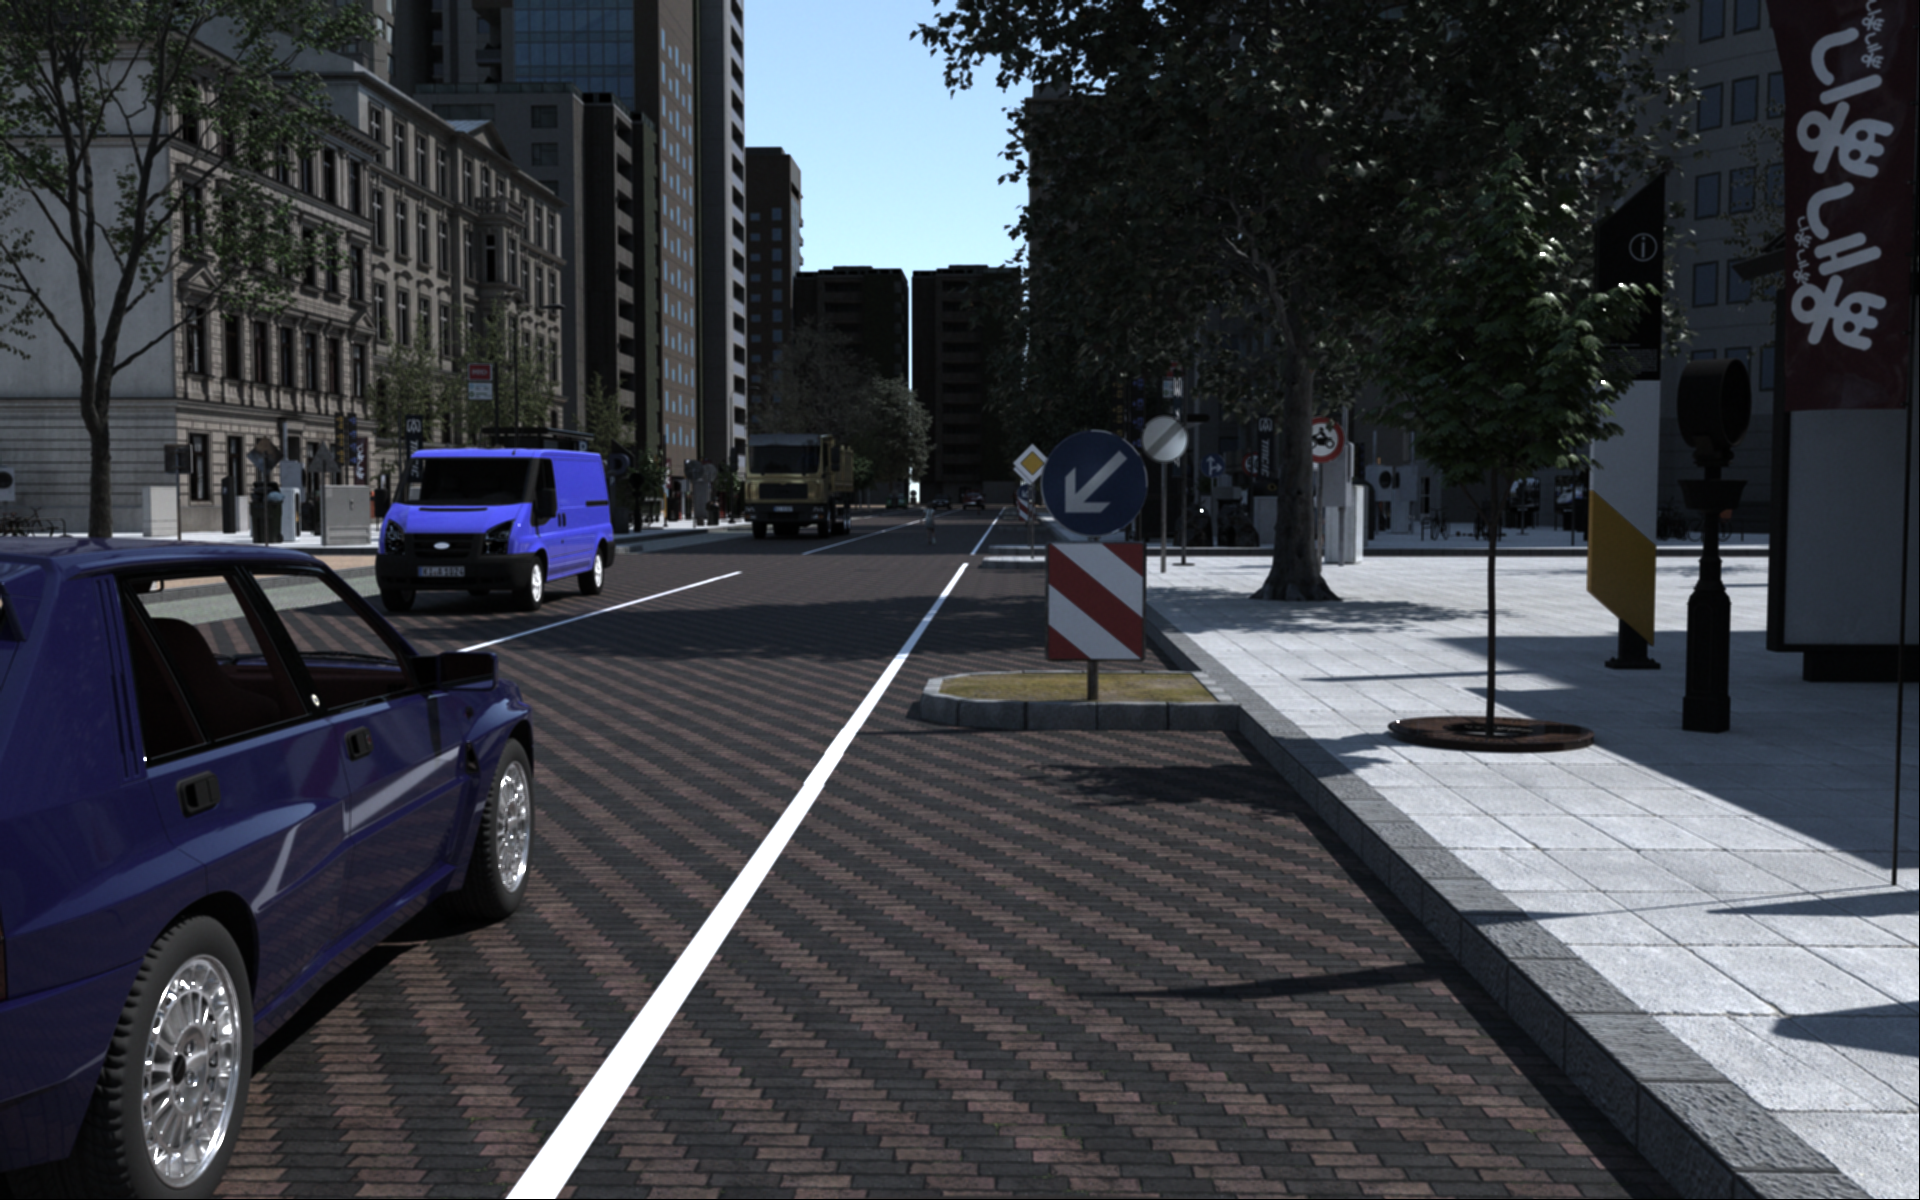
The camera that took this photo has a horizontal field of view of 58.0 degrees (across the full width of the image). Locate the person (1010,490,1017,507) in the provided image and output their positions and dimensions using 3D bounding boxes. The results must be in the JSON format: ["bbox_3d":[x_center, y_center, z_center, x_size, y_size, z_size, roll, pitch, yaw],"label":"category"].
[{"bbox_3d":[6.099,-11.153,190.812,1.348,1.831,0.705,-2,4,-27],"label":"person"}]

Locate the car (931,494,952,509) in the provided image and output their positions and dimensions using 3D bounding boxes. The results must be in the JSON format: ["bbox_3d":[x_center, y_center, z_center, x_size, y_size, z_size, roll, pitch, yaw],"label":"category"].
[{"bbox_3d":[-1.714,-9.412,163.672,2.009,1.686,4.222,0,4,3],"label":"car"}]

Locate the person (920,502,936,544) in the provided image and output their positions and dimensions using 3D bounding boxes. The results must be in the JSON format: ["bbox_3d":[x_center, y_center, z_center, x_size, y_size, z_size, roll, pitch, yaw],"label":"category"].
[{"bbox_3d":[-0.914,-2.201,49.499,0.505,1.210,0.382,1,4,12],"label":"person"}]

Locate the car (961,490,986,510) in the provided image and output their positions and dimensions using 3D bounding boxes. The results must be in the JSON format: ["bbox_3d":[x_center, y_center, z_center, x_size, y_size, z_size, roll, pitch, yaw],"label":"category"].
[{"bbox_3d":[1.261,-9.200,159.093,2.281,1.827,5.304,0,3,0],"label":"car"}]

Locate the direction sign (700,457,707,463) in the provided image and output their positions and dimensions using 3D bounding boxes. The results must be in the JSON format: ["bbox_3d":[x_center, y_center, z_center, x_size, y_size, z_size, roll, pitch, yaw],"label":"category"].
[{"bbox_3d":[-15.578,-6.929,105.292,0.379,3.537,0.876,1,4,21],"label":"direction sign"}]

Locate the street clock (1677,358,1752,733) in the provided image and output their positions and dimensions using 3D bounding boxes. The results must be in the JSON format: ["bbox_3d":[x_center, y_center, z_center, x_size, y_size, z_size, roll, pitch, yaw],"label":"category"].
[{"bbox_3d":[4.052,-0.292,9.346,0.358,2.002,0.471,3,5,43],"label":"street clock"}]

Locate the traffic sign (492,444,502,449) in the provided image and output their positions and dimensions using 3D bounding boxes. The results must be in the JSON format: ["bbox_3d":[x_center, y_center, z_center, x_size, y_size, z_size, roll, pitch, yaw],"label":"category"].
[{"bbox_3d":[-9.212,-1.889,34.520,0.795,2.450,0.064,0,4,2],"label":"traffic sign"}]

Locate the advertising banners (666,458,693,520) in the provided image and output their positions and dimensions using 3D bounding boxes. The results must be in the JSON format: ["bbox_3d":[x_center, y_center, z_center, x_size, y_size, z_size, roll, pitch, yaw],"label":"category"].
[{"bbox_3d":[-13.876,-5.452,85.332,0.090,3.025,2.074,2,4,33],"label":"advertising banners"}]

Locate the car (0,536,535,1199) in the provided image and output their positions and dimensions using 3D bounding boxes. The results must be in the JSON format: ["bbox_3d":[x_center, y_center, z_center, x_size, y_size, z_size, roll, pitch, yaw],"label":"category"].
[{"bbox_3d":[-2.355,0.483,4.690,1.945,1.354,3.894,0,4,0],"label":"car"}]

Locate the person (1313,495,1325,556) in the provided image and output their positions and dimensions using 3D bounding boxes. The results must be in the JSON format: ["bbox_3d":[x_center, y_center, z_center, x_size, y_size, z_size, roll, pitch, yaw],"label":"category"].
[{"bbox_3d":[7.575,-1.683,36.044,0.654,1.822,0.581,0,4,0],"label":"person"}]

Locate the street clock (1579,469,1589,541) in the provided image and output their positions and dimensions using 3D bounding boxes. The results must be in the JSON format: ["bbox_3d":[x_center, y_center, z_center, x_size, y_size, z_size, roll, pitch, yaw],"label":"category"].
[{"bbox_3d":[17.228,-2.626,47.502,0.471,2.002,0.358,2,4,25],"label":"street clock"}]

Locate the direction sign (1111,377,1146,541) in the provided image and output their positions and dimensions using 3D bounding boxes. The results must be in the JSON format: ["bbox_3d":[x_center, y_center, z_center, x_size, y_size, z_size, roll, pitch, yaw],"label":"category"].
[{"bbox_3d":[3.149,-2.479,32.521,0.379,3.537,0.876,-3,5,-40],"label":"direction sign"}]

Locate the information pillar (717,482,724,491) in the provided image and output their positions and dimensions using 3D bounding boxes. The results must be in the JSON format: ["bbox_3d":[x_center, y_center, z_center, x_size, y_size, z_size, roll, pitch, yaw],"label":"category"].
[{"bbox_3d":[-12.582,-5.303,91.193,0.304,2.012,0.304,2,4,33],"label":"information pillar"}]

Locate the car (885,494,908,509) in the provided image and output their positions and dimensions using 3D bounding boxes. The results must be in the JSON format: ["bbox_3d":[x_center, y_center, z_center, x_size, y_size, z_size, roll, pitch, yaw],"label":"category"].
[{"bbox_3d":[-5.482,-8.663,150.442,1.959,1.807,4.718,0,4,1],"label":"car"}]

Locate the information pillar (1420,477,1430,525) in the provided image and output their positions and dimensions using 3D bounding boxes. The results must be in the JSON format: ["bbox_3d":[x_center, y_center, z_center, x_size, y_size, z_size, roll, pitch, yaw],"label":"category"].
[{"bbox_3d":[19.617,-4.191,73.010,0.304,2.012,0.304,0,4,-8],"label":"information pillar"}]

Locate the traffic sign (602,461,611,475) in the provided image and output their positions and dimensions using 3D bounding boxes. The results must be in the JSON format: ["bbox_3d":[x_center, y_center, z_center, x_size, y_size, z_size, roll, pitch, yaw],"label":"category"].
[{"bbox_3d":[-8.963,-2.377,42.501,0.795,2.450,0.064,0,4,2],"label":"traffic sign"}]

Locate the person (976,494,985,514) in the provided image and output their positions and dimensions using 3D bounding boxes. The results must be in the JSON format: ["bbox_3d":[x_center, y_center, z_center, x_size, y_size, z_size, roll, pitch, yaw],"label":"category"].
[{"bbox_3d":[1.426,-6.732,121.751,0.628,1.438,0.799,0,4,1],"label":"person"}]

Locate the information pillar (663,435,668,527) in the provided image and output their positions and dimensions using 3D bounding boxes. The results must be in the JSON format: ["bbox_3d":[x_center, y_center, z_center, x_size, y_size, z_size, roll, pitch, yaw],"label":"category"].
[{"bbox_3d":[-11.574,-4.685,67.949,0.183,3.616,0.504,-1,4,-8],"label":"information pillar"}]

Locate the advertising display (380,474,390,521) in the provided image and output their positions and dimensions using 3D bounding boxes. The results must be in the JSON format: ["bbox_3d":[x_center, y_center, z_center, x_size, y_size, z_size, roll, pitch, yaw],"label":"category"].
[{"bbox_3d":[-18.347,-3.063,55.291,0.123,1.923,0.974,-2,4,-27],"label":"advertising display"}]

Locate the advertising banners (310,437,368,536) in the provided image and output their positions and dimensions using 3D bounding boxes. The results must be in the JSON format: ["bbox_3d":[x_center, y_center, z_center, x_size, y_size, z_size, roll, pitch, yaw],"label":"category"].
[{"bbox_3d":[-19.089,-3.493,53.306,2.074,3.025,0.090,1,4,16],"label":"advertising banners"}]

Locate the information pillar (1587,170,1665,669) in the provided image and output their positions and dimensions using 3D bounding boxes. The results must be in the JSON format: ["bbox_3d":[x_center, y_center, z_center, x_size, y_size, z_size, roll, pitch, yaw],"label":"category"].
[{"bbox_3d":[4.873,-1.303,12.656,0.504,3.616,0.183,0,4,1],"label":"information pillar"}]

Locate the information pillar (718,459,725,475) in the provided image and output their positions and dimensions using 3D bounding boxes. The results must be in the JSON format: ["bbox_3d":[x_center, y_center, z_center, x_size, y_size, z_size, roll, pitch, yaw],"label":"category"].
[{"bbox_3d":[-15.924,-7.609,115.755,0.504,3.616,0.183,-3,5,-44],"label":"information pillar"}]

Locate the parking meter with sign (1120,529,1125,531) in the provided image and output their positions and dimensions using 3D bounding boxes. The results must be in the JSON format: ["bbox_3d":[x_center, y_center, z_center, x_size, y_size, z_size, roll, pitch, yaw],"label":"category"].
[{"bbox_3d":[5.060,-3.904,60.087,0.543,3.016,1.738,-3,4,-39],"label":"parking meter with sign"}]

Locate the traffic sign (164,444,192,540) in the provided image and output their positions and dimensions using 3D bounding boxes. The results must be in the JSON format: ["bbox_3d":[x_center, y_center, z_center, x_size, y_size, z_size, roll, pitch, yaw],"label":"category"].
[{"bbox_3d":[-16.069,-2.048,35.614,0.606,2.300,0.079,1,4,9],"label":"traffic sign"}]

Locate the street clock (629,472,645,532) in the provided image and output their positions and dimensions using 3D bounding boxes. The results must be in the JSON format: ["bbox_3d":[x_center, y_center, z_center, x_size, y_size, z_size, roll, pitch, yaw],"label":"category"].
[{"bbox_3d":[-10.838,-3.275,58.110,0.471,2.002,0.358,1,4,10],"label":"street clock"}]

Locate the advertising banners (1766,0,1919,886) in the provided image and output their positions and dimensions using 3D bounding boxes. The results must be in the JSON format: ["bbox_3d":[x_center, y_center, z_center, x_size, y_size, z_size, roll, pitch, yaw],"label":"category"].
[{"bbox_3d":[3.576,-0.572,5.548,2.074,3.025,0.090,0,4,5],"label":"advertising banners"}]

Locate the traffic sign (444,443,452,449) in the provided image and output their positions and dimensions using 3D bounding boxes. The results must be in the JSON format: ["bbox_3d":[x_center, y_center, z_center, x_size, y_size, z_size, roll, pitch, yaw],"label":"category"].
[{"bbox_3d":[-12.950,-2.680,43.826,0.884,2.594,0.081,1,4,8],"label":"traffic sign"}]

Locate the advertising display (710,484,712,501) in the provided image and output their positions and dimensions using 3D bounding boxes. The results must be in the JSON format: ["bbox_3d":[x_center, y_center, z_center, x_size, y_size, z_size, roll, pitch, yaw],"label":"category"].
[{"bbox_3d":[-15.552,-6.270,107.734,0.123,1.923,0.974,0,4,1],"label":"advertising display"}]

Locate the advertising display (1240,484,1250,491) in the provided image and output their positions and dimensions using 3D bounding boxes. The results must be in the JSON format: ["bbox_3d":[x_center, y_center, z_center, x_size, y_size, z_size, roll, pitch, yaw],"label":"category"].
[{"bbox_3d":[18.274,-6.436,110.443,0.974,1.923,0.123,3,5,44],"label":"advertising display"}]

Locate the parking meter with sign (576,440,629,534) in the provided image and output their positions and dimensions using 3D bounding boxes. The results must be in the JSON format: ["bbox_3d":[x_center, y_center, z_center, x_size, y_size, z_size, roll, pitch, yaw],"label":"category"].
[{"bbox_3d":[-11.553,-3.664,56.165,1.738,3.016,0.543,1,4,23],"label":"parking meter with sign"}]

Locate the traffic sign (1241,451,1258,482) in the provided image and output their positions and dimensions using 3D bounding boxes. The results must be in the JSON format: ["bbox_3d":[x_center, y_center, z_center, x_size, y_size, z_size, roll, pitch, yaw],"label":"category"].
[{"bbox_3d":[8.781,-3.158,51.736,0.768,2.556,0.104,0,4,7],"label":"traffic sign"}]

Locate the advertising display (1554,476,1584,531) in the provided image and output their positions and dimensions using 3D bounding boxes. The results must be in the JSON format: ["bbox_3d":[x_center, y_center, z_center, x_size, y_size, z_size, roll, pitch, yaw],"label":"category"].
[{"bbox_3d":[21.252,-3.377,60.434,0.974,1.923,0.123,1,4,14],"label":"advertising display"}]

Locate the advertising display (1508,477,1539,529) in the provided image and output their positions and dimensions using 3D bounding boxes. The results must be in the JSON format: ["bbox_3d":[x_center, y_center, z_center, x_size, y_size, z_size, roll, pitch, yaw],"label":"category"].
[{"bbox_3d":[20.786,-3.599,64.062,0.974,1.923,0.123,0,4,5],"label":"advertising display"}]

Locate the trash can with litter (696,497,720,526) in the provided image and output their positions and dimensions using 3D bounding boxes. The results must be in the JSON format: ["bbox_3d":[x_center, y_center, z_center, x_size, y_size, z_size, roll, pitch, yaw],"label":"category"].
[{"bbox_3d":[-10.251,-3.593,70.133,1.055,1.170,0.624,0,4,4],"label":"trash can with litter"}]

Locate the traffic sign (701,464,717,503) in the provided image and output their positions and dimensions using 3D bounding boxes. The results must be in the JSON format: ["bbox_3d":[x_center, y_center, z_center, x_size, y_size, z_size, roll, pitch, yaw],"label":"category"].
[{"bbox_3d":[-10.496,-4.412,72.245,0.768,2.556,0.104,0,4,5],"label":"traffic sign"}]

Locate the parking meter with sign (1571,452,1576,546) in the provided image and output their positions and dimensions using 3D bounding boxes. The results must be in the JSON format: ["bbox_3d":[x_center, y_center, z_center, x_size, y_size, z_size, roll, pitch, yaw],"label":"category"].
[{"bbox_3d":[15.937,-2.832,42.563,1.738,3.016,0.543,2,4,34],"label":"parking meter with sign"}]

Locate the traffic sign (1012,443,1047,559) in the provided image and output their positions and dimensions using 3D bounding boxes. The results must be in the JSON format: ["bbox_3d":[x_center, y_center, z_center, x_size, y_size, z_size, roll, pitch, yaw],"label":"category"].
[{"bbox_3d":[1.427,-1.867,34.169,0.795,2.450,0.064,0,4,2],"label":"traffic sign"}]

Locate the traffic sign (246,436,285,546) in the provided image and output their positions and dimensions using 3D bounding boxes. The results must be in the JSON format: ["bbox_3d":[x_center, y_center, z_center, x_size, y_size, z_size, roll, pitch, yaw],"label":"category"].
[{"bbox_3d":[-13.778,-2.030,34.373,0.795,2.450,0.064,0,4,6],"label":"traffic sign"}]

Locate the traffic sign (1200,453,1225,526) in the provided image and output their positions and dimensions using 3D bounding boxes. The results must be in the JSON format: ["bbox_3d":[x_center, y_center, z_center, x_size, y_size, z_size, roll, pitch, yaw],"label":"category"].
[{"bbox_3d":[7.882,-3.302,54.101,0.768,2.556,0.104,0,4,6],"label":"traffic sign"}]

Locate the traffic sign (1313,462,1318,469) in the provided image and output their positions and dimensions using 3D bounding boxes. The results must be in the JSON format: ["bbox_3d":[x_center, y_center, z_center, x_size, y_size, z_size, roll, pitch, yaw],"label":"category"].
[{"bbox_3d":[6.030,-1.732,30.452,0.606,2.300,0.079,1,4,10],"label":"traffic sign"}]

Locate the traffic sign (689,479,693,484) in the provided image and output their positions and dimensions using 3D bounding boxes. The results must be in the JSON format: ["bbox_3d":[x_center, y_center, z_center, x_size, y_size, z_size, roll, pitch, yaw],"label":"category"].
[{"bbox_3d":[-14.230,-5.683,93.029,0.768,2.556,0.104,0,4,8],"label":"traffic sign"}]

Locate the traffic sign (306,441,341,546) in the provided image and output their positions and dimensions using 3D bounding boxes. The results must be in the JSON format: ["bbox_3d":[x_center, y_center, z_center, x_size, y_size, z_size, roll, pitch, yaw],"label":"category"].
[{"bbox_3d":[-15.559,-2.589,42.331,0.884,2.594,0.081,0,4,7],"label":"traffic sign"}]

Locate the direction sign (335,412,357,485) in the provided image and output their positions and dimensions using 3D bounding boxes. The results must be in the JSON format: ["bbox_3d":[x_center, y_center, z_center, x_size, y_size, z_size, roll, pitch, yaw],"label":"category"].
[{"bbox_3d":[-17.097,-3.443,48.298,0.379,3.537,0.876,1,4,19],"label":"direction sign"}]

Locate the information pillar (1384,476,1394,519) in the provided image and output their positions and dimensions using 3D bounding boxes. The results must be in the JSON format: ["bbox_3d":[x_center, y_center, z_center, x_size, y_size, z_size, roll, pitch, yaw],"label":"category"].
[{"bbox_3d":[17.348,-4.010,70.051,0.304,2.012,0.304,-3,5,-43],"label":"information pillar"}]

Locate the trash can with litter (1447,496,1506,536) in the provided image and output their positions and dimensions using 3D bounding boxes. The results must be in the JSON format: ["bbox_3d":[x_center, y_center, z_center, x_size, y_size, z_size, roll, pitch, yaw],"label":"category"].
[{"bbox_3d":[15.777,-2.559,52.899,2.233,1.210,1.678,-1,4,-14],"label":"trash can with litter"}]

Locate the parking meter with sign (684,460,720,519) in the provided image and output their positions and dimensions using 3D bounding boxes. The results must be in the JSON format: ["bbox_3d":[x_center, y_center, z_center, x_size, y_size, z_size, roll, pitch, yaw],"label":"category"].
[{"bbox_3d":[-13.015,-5.585,87.571,1.738,3.016,0.543,1,4,17],"label":"parking meter with sign"}]

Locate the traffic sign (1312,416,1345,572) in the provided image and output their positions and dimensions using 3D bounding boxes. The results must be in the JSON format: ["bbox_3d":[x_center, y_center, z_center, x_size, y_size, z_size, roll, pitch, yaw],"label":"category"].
[{"bbox_3d":[5.907,-1.730,28.397,0.768,2.556,0.104,1,4,9],"label":"traffic sign"}]

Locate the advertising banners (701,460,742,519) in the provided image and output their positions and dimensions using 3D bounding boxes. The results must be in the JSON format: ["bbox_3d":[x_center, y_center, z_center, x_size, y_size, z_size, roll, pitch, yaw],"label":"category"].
[{"bbox_3d":[-12.276,-5.690,89.221,2.074,3.025,0.090,-1,4,-14],"label":"advertising banners"}]

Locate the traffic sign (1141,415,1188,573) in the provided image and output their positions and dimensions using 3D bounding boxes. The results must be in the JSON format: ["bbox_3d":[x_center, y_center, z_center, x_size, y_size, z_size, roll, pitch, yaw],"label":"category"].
[{"bbox_3d":[3.318,-1.717,28.180,0.768,2.556,0.104,0,4,3],"label":"traffic sign"}]

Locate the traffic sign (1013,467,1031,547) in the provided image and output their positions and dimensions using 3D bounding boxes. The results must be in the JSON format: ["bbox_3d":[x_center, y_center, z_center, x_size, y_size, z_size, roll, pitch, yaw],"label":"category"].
[{"bbox_3d":[1.676,-2.355,42.150,0.795,2.450,0.064,0,4,2],"label":"traffic sign"}]

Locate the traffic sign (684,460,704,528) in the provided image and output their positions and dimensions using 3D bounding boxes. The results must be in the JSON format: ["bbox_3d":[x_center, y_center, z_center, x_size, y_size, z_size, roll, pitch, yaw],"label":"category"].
[{"bbox_3d":[-9.959,-3.961,64.873,0.768,2.556,0.104,0,4,4],"label":"traffic sign"}]
